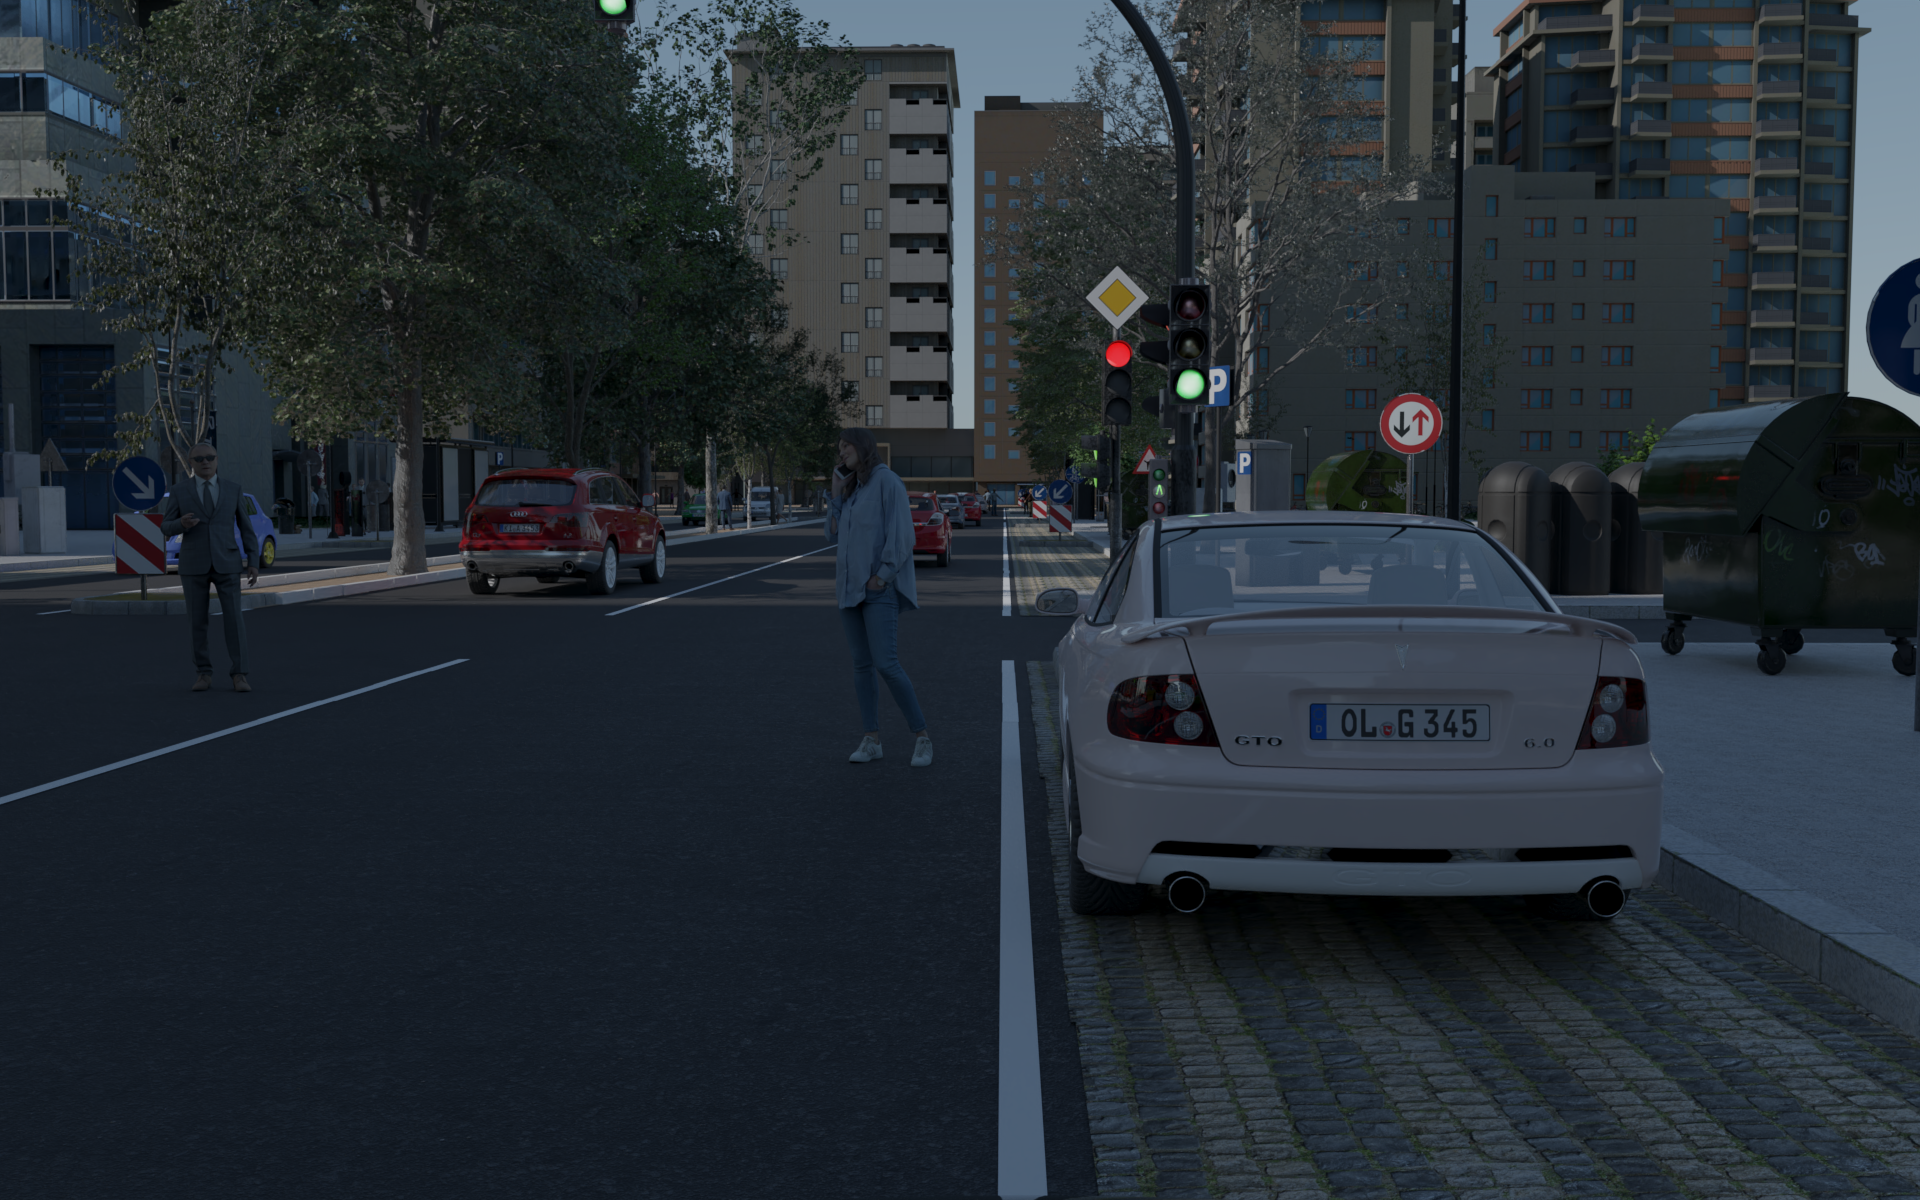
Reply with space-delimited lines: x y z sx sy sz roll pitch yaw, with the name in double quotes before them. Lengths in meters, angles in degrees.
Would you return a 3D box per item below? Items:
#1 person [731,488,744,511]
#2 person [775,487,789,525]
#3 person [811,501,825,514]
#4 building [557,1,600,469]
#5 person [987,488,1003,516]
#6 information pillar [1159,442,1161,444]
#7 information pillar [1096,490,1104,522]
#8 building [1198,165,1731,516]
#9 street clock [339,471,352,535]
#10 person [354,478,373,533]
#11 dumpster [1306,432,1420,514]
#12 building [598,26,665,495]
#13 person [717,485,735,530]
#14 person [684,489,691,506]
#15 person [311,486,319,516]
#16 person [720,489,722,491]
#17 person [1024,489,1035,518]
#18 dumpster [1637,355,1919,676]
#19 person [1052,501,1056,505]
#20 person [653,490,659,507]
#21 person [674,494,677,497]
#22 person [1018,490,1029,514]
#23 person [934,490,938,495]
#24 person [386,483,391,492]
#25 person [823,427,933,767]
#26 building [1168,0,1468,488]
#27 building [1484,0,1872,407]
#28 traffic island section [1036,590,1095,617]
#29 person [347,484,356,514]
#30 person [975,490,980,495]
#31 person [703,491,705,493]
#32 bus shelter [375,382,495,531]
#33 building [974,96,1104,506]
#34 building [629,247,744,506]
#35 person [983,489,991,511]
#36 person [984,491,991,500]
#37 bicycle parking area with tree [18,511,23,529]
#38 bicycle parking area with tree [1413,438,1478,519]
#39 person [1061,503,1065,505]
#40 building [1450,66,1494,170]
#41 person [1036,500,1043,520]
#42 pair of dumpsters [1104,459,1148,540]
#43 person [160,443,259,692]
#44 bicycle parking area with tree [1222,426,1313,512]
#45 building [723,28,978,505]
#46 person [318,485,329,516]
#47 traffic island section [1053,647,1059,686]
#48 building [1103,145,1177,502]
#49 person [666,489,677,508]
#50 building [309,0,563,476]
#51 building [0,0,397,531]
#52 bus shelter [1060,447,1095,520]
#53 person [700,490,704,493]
"person" -17.256 -7.749 133.559 1.217 1.723 0.721 -1 4 -18
"person" -8.077 -4.214 78.151 0.760 1.731 0.466 0 4 5
"person" -10.021 -6.762 122.323 1.065 1.426 0.557 0 4 -3
"building" -34.587 -27.040 125.694 14.154 41.232 14.086 0 4 1
"person" 2.276 -6.468 114.337 1.350 1.814 0.705 -2 4 -35
"information pillar" 8.827 -5.259 77.331 0.183 3.616 0.504 2 4 34
"information pillar" 6.539 -4.663 80.728 0.304 2.012 0.304 -1 4 -17
"building" 31.578 -16.600 116.441 27.650 21.520 28.899 0 4 1
"street clock" -19.283 -3.045 54.361 0.358 2.002 0.471 -3 5 -41
"person" -19.700 -3.121 57.195 0.709 1.813 0.853 -1 4 -13
"dumpster" 6.543 -1.572 28.201 1.502 2.255 1.985 0 4 2
"building" -42.377 -30.368 151.146 28.867 44.769 22.147 0 4 1
"person" -9.219 -3.637 68.152 0.721 1.800 0.419 0 4 1
"person" -24.161 -8.990 153.582 0.434 1.755 0.990 2 4 28
"person" -26.374 -3.832 70.513 0.589 1.601 0.330 3 5 42
"person" -19.100 -8.116 139.459 0.721 1.735 1.217 2 4 26
"person" 4.217 -5.868 104.962 0.721 1.766 1.217 2 4 30
"dumpster" 6.170 -0.640 12.963 1.502 2.255 1.985 0 4 1
"person" 7.648 -8.186 140.554 0.551 1.740 0.621 1 4 13
"person" -30.763 -10.264 174.566 1.217 1.736 0.721 2 4 33
"person" -27.156 -9.909 168.188 1.348 1.807 0.705 0 4 5
"person" 4.600 -6.838 120.824 1.217 1.766 0.721 -1 4 -14
"person" -2.119 -8.645 150.373 0.617 1.759 0.750 -1 4 -9
"person" -25.449 -4.341 77.290 0.850 1.792 0.678 0 4 -3
"person" -0.432 -0.031 9.279 0.793 1.790 0.793 1 4 18
"building" 29.276 -30.021 145.463 22.147 44.769 28.867 0 4 1
"building" 61.269 -30.232 148.913 28.867 44.769 22.147 0 4 1
"traffic island section" 1.956 0.045 21.547 2.009 0.180 2.903 0 4 1
"person" -27.209 -4.312 77.217 0.598 1.740 0.731 1 4 12
"person" 1.679 -9.094 157.637 0.683 1.767 0.568 -1 4 -14
"person" -19.144 -7.464 127.949 0.599 1.838 0.709 0 4 5
"bus shelter" -19.707 -5.319 64.591 2.179 5.291 8.768 0 4 2
"building" 8.829 -33.515 198.076 14.200 45.320 14.600 0 4 1
"building" -32.813 -26.152 199.294 14.107 30.474 14.160 0 4 1
"person" 2.392 -8.423 146.207 1.348 1.826 0.705 1 4 22
"person" 2.529 -9.297 161.328 0.721 1.723 1.217 -3 5 -39
"bicycle parking area with tree" -34.431 -4.122 54.402 8.231 4.147 9.016 2 4 25
"bicycle parking area with tree" 25.057 -6.413 91.850 9.016 4.147 8.231 1 4 18
"person" 6.294 -6.101 107.261 0.593 1.643 0.415 1 4 18
"building" 65.954 -35.260 200.205 21.600 48.544 21.300 0 4 1
"person" 4.279 -5.195 93.619 0.419 1.800 0.721 -1 4 -11
"pair of dumpsters" 5.070 -2.902 49.940 1.574 2.255 4.437 0 4 2
"person" -5.424 -0.237 12.553 0.661 1.801 0.590 -2 4 -27
"bicycle parking area with tree" 13.943 -5.720 80.531 9.016 4.147 8.231 1 4 17
"building" -11.845 -37.657 204.935 27.495 52.752 28.713 0 4 1
"person" -27.263 -4.163 74.295 0.537 1.800 0.526 2 4 33
"traffic island section" 1.753 0.533 13.564 2.009 0.180 2.903 0 4 1
"building" 23.375 -31.410 197.151 14.086 41.232 14.154 0 4 1
"person" -26.721 -9.427 160.863 1.217 1.739 0.721 -2 4 -31
"building" -38.261 -29.605 107.748 21.300 48.544 21.600 0 4 1
"building" -39.184 -46.547 73.716 22.319 86.520 31.000 0 4 1
"bus shelter" 5.992 -5.953 88.608 1.731 3.624 6.357 0 4 2
"person" -18.549 -7.194 124.606 0.436 1.711 0.756 0 4 -1
